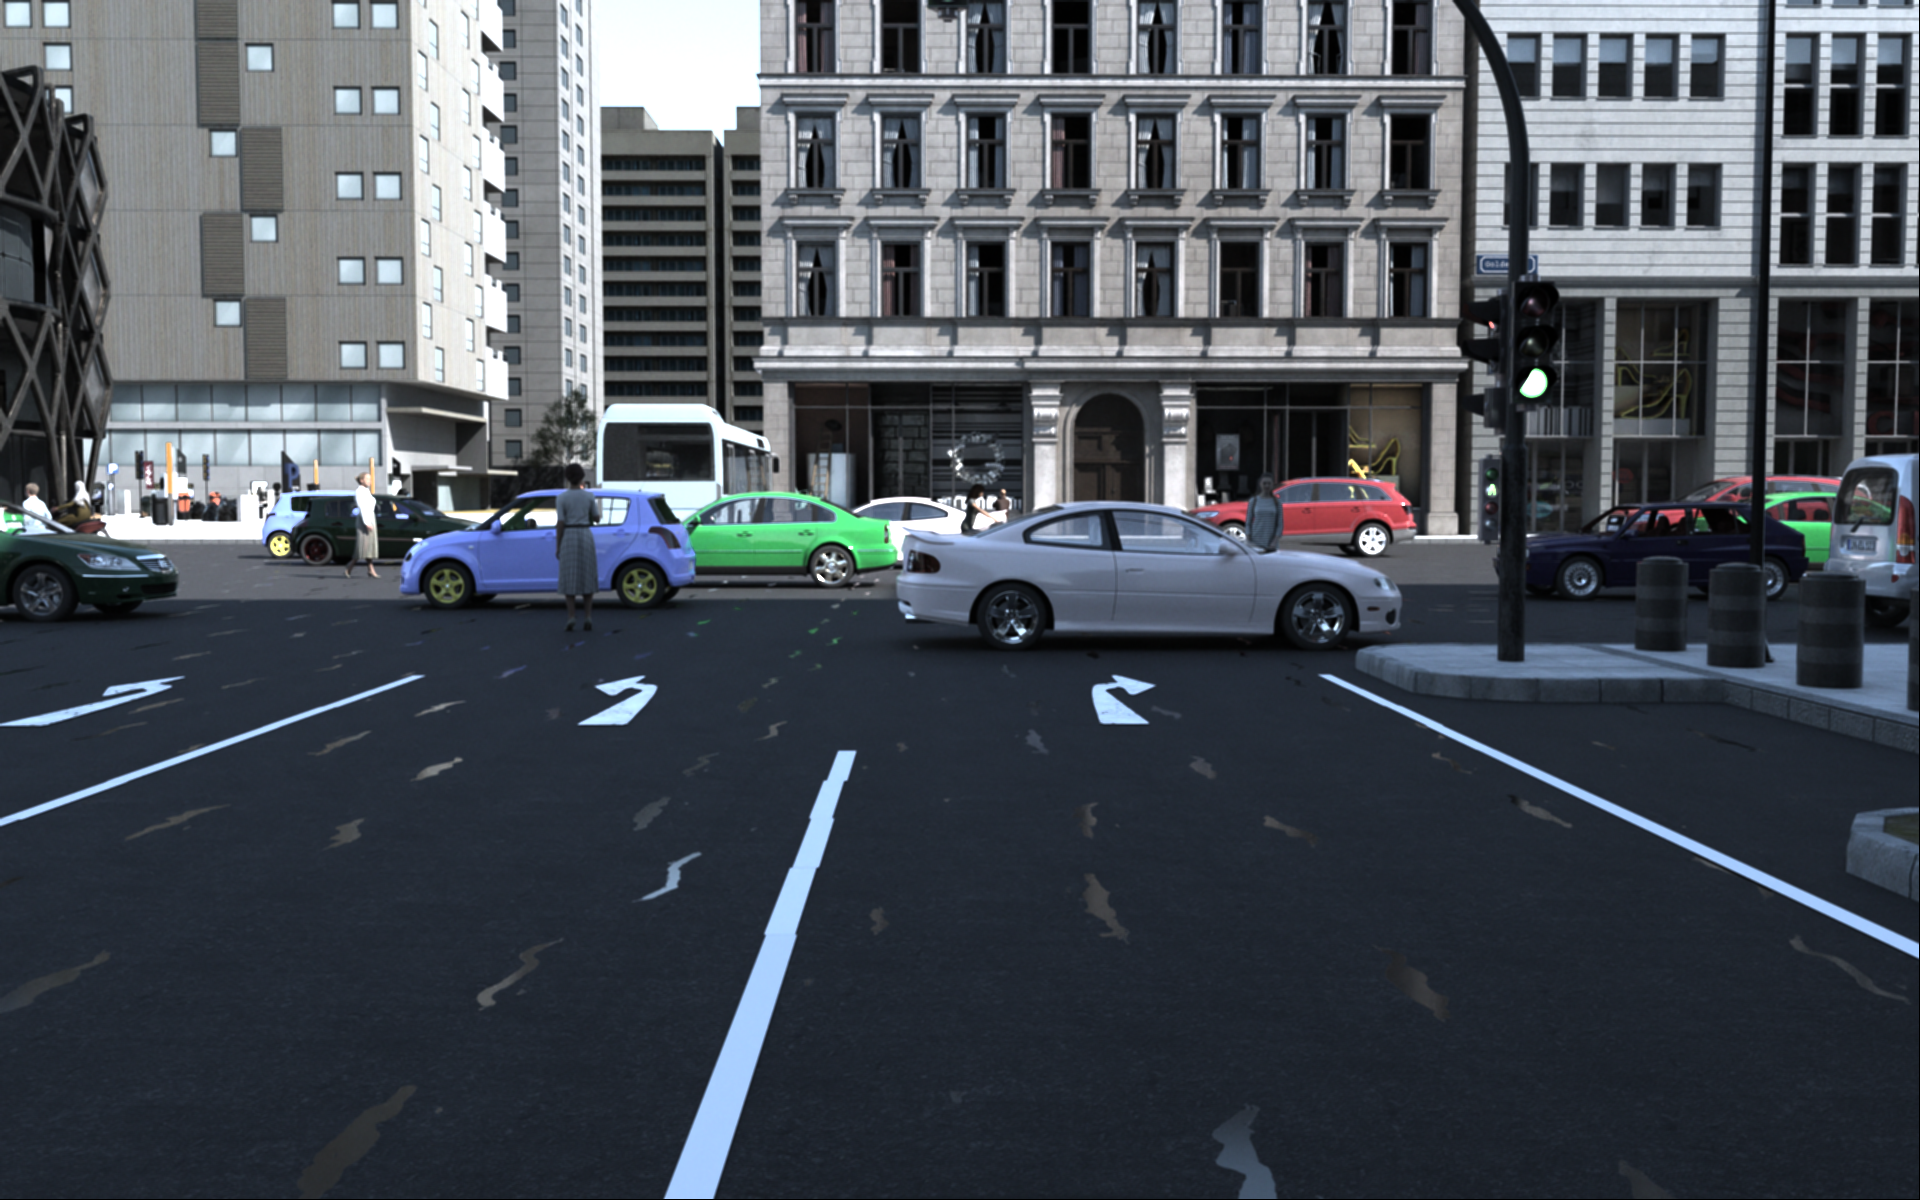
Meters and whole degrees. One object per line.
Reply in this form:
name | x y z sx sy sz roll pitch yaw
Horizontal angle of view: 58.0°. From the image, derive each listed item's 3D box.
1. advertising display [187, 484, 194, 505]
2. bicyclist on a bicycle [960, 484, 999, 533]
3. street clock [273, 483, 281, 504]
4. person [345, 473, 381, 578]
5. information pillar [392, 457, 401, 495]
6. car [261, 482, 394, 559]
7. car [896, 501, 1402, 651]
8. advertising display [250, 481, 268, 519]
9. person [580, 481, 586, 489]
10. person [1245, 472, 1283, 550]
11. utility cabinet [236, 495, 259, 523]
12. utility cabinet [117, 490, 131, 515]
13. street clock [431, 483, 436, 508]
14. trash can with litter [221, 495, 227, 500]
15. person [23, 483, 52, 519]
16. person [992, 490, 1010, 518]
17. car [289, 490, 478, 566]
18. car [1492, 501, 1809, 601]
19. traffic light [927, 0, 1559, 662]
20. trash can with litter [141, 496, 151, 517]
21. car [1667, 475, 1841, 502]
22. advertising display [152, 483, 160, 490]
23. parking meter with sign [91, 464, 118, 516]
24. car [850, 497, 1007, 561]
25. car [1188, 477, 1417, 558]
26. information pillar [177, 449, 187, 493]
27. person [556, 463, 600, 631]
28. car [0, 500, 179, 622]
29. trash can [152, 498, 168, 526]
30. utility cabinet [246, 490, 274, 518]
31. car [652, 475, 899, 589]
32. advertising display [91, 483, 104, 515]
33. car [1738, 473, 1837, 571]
advertising display | -48.058 -6.275 107.803 0.123 1.923 0.974 1 4 13
bicyclist on a bicycle | 0.356 -1.244 30.365 1.625 1.676 1.499 0 4 0
street clock | -43.628 -6.489 110.665 0.358 2.002 0.471 1 4 22
person | -10.190 -1.269 29.480 0.641 1.798 0.478 1 4 12
information pillar | -35.205 -7.147 108.216 0.504 3.616 0.183 -2 4 -28
car | -13.731 -1.801 39.038 3.694 1.707 1.945 0 3 0
car | 1.801 -0.264 16.673 4.827 1.381 2.083 0 4 0
advertising display | -35.559 -5.057 87.893 0.123 1.923 0.974 2 4 26
person | -9.726 -2.131 43.873 0.750 1.759 0.617 -1 4 -20
person | 3.773 -0.726 21.376 0.512 1.701 0.522 1 4 9
utility cabinet | -32.107 -4.092 78.065 0.306 1.237 1.020 2 4 24
utility cabinet | -50.433 -5.858 104.453 1.173 1.500 0.318 3 5 42
street clock | -33.151 -6.393 109.096 0.358 2.002 0.471 -1 4 -20
trash can with litter | -43.092 -5.572 102.165 1.678 1.210 2.233 2 4 26
person | -14.606 -1.039 27.302 0.330 1.601 0.589 1 4 20
person | 1.043 -2.055 44.372 0.482 1.546 0.388 -2 4 -28
car | -11.450 -1.557 35.246 4.222 1.686 2.009 0 4 -1
car | 9.496 -0.698 23.987 3.894 1.354 1.945 0 4 0
traffic light | 2.129 -2.350 13.088 4.771 5.953 1.251 0 4 -1
trash can with litter | -45.078 -5.174 95.975 0.624 1.170 1.055 -1 4 -15
car | 15.876 -1.627 35.278 5.304 1.827 2.281 0 4 -2
advertising display | -46.531 -5.851 100.880 0.974 1.923 0.123 -3 4 -39
parking meter with sign | -52.633 -6.723 106.184 0.543 3.016 1.738 1 4 13
car | -1.454 -1.308 33.754 4.827 1.381 2.083 0 4 -1
car | 7.794 -1.912 39.941 5.304 1.827 2.281 0 3 0
information pillar | -40.203 -6.002 89.486 0.183 3.616 0.504 2 4 30
person | -4.029 -0.560 18.228 0.480 1.755 0.524 -2 4 -25
car | -11.675 -0.514 20.196 4.920 1.459 2.131 0 4 1
trash can | -32.547 -3.602 70.551 0.748 1.137 0.748 0 3 0
utility cabinet | -37.062 -5.067 91.531 0.318 1.500 1.173 3 5 42
car | -3.310 -1.114 27.010 4.718 1.807 1.959 0 4 -1
advertising display | -51.808 -6.043 104.015 0.974 1.923 0.123 2 4 24
car | 14.271 -1.204 28.478 4.718 1.807 1.959 0 4 1
